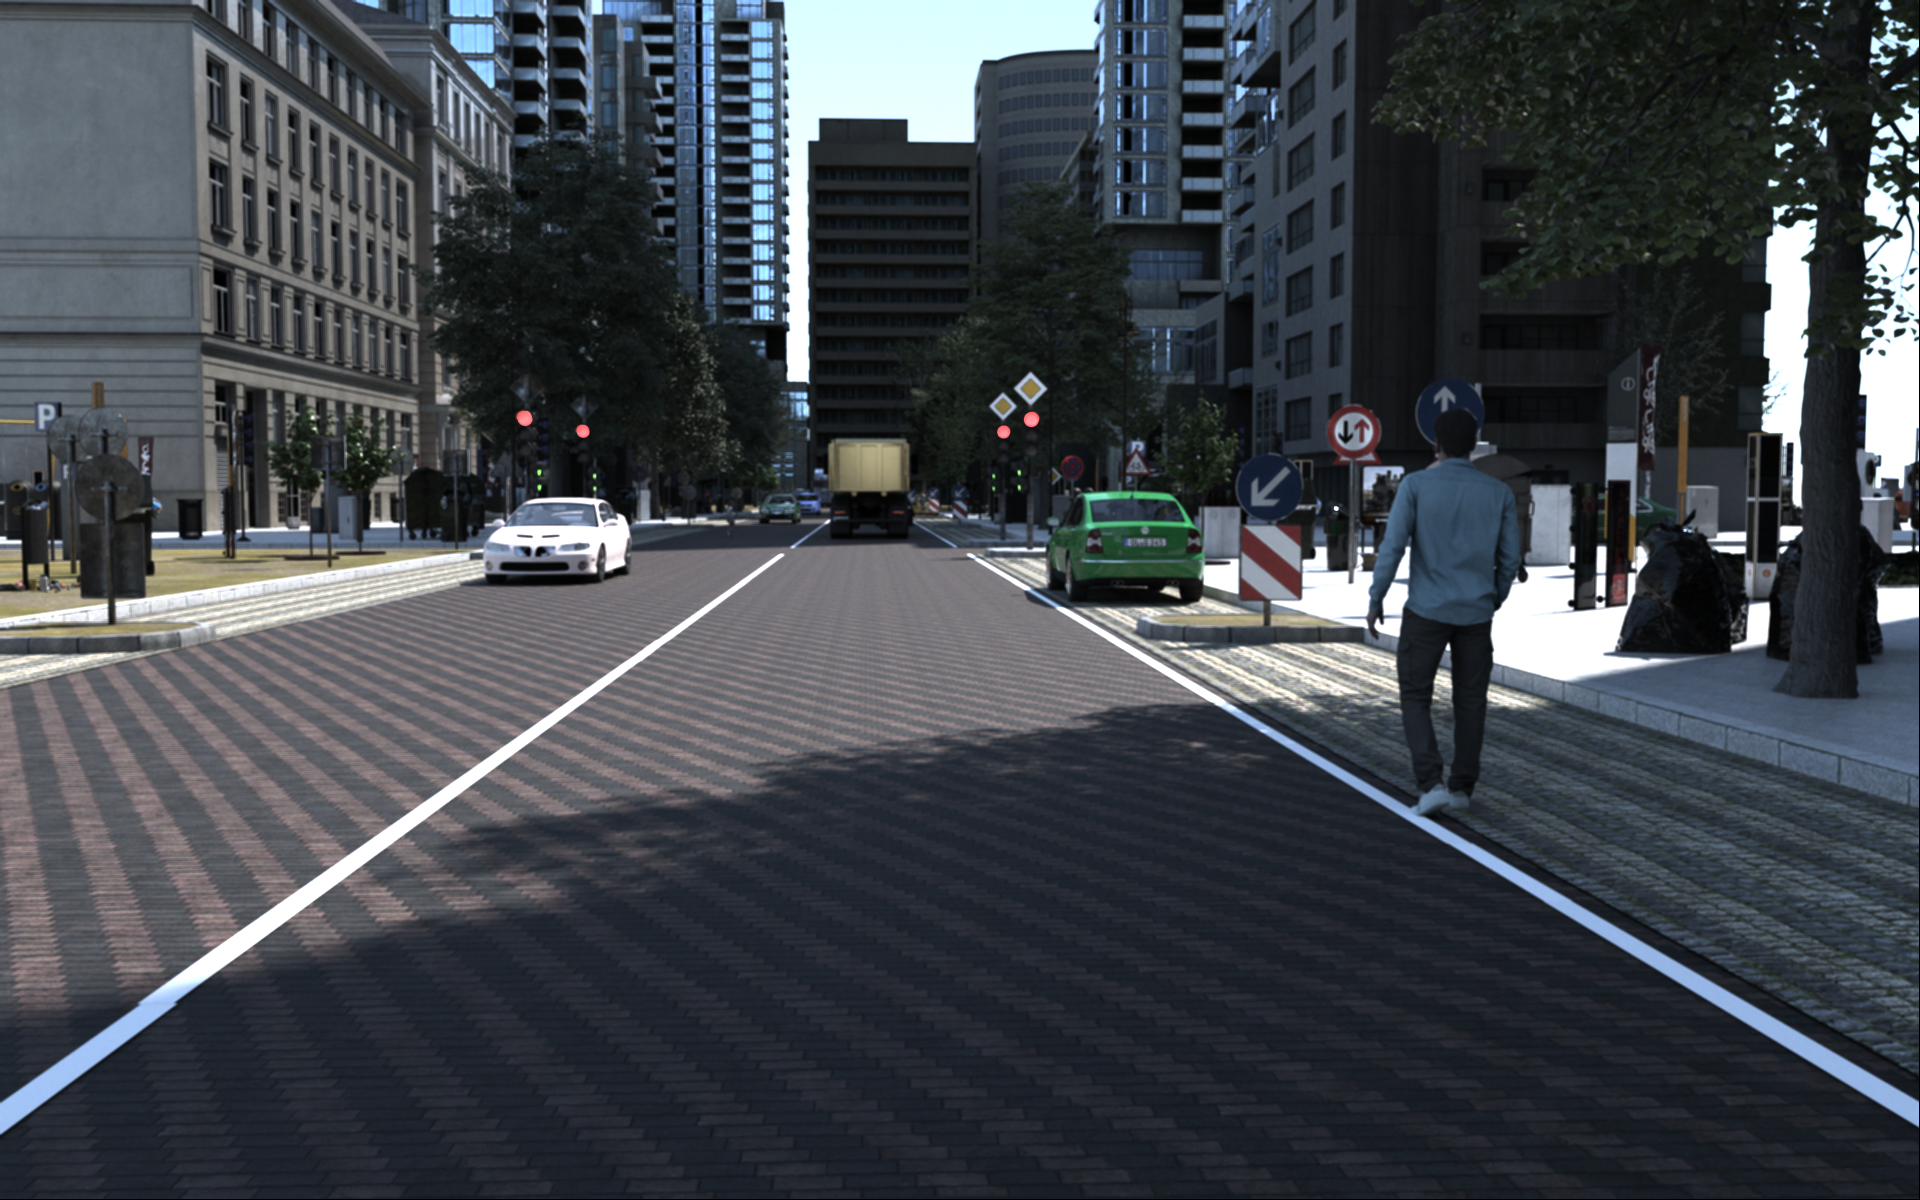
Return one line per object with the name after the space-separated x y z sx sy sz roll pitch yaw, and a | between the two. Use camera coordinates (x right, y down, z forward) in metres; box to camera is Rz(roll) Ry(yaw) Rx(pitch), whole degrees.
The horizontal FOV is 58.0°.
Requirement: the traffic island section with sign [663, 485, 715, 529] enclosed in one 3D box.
-11.222 -3.867 71.846 1.989 1.847 2.006 0 4 -3 | traffic island section with sign

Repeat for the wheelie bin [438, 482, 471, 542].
-13.550 -2.360 46.497 0.693 1.594 0.980 0 4 8 | wheelie bin

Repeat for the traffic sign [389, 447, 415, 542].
-15.094 -2.852 46.736 0.768 2.556 0.104 0 4 3 | traffic sign

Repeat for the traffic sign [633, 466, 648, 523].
-14.343 -4.730 77.439 0.768 2.556 0.104 0 4 1 | traffic sign

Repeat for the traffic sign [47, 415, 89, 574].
-14.271 -1.694 27.810 0.768 2.556 0.104 0 4 1 | traffic sign

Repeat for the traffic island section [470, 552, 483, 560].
-9.789 -1.040 39.287 2.009 0.180 2.903 0 4 -3 | traffic island section

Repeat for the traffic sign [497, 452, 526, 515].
-13.813 -3.261 53.316 0.884 2.594 0.081 0 4 -2 | traffic sign

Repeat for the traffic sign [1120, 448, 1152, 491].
4.961 -2.986 48.830 0.884 2.594 0.081 0 4 6 | traffic sign

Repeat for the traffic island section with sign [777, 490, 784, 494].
-15.434 -8.619 149.546 1.989 1.847 2.006 0 4 -3 | traffic island section with sign

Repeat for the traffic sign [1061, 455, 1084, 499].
3.675 -3.455 56.592 0.768 2.556 0.104 0 4 5 | traffic sign

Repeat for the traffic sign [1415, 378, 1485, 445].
5.385 -1.164 19.135 0.768 2.556 0.104 0 4 -3 | traffic sign

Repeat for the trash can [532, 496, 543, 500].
-28.285 -6.366 115.735 0.748 1.137 0.748 0 3 0 | trash can

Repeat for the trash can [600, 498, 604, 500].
-13.166 -3.095 62.261 0.748 1.137 0.748 0 3 0 | trash can

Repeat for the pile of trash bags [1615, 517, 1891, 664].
6.961 -0.242 13.705 1.912 1.369 3.447 -3 5 -42 | pile of trash bags

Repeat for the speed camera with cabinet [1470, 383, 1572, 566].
9.929 -2.255 31.212 2.038 3.252 0.660 0 4 -1 | speed camera with cabinet

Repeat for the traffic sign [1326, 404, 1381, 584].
5.602 -1.506 24.726 0.768 2.556 0.104 0 4 4 | traffic sign

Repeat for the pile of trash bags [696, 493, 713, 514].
-16.880 -6.277 112.379 1.912 1.369 3.447 1 4 15 | pile of trash bags

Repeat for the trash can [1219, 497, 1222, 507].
11.983 -4.146 79.438 0.748 1.137 0.748 0 3 0 | trash can

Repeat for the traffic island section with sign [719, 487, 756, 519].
-12.695 -5.521 98.902 1.989 1.847 2.006 0 4 -3 | traffic island section with sign

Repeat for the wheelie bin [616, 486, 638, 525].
-14.998 -4.332 78.734 0.980 1.594 0.693 -2 4 -31 | wheelie bin

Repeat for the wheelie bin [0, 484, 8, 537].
-28.860 -2.705 52.141 0.980 1.594 0.693 0 4 -2 | wheelie bin

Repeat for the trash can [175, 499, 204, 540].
-21.709 -2.275 48.850 0.748 1.137 0.748 0 3 0 | trash can

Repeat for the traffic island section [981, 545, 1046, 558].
1.635 -1.078 39.898 2.009 0.180 2.903 0 4 -3 | traffic island section

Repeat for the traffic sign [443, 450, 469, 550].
-11.637 -2.315 39.987 0.606 2.300 0.079 0 4 6 | traffic sign

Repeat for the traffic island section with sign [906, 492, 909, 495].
-5.764 -10.274 176.607 1.989 1.847 2.006 0 4 -3 | traffic island section with sign

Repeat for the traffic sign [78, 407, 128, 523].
-12.562 -1.546 25.391 0.768 2.556 0.104 0 4 5 | traffic sign

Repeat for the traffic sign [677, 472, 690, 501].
-15.534 -5.946 97.327 0.768 2.556 0.104 0 4 6 | traffic sign

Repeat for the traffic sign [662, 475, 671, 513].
-19.225 -7.001 114.465 0.884 2.594 0.081 0 4 -2 | traffic sign

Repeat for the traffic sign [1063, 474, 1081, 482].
4.611 -4.344 71.131 0.768 2.556 0.104 0 4 3 | traffic sign

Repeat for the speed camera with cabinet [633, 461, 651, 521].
-15.595 -5.396 82.554 2.038 3.252 0.660 3 5 45 | speed camera with cabinet

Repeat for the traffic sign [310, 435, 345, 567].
-11.025 -1.719 30.240 0.606 2.300 0.079 0 4 1 | traffic sign

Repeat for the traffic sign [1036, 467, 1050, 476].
3.810 -4.760 77.939 0.768 2.556 0.104 0 4 5 | traffic sign

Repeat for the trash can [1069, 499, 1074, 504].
3.602 -2.431 51.402 0.748 1.137 0.748 0 3 0 | trash can

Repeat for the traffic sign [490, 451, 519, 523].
-13.596 -3.163 51.721 0.884 2.594 0.081 0 4 0 | traffic sign

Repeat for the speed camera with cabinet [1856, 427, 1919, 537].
27.642 -3.494 51.460 2.038 3.252 0.660 2 4 24 | speed camera with cabinet

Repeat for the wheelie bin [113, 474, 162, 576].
-13.116 -1.183 27.256 0.980 1.594 0.693 -2 4 -33 | wheelie bin

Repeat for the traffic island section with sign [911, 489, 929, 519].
-1.647 -5.612 100.380 1.989 1.847 2.006 0 4 -3 | traffic island section with sign

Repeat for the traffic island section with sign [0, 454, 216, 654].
-8.225 -0.471 16.336 1.989 1.847 2.006 0 4 -3 | traffic island section with sign

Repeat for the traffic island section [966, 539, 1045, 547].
1.204 -1.565 47.872 2.009 0.180 2.903 0 4 -3 | traffic island section

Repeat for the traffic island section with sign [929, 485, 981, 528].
-0.153 -3.939 73.032 1.989 1.847 2.006 0 4 -3 | traffic island section with sign

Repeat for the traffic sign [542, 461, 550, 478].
-15.777 -4.088 66.950 0.768 2.556 0.104 0 4 6 | traffic sign

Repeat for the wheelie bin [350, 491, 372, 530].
-21.545 -3.321 62.200 0.693 1.594 0.980 -3 5 -42 | wheelie bin

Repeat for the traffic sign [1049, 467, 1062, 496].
3.923 -4.416 73.389 0.795 2.450 0.064 0 4 2 | traffic sign

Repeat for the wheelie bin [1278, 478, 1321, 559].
6.609 -1.609 34.209 0.980 1.594 0.693 0 4 -8 | wheelie bin

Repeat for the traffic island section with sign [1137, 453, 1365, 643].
2.846 -0.543 17.503 1.989 1.847 2.006 0 4 -3 | traffic island section with sign

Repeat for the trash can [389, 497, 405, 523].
-25.224 -4.041 77.722 0.748 1.137 0.748 0 3 0 | trash can

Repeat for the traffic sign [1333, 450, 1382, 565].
7.164 -1.913 31.285 0.884 2.594 0.081 0 4 1 | traffic sign

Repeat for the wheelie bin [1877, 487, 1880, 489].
43.877 -4.576 82.731 0.693 1.594 0.980 3 5 44 | wheelie bin
